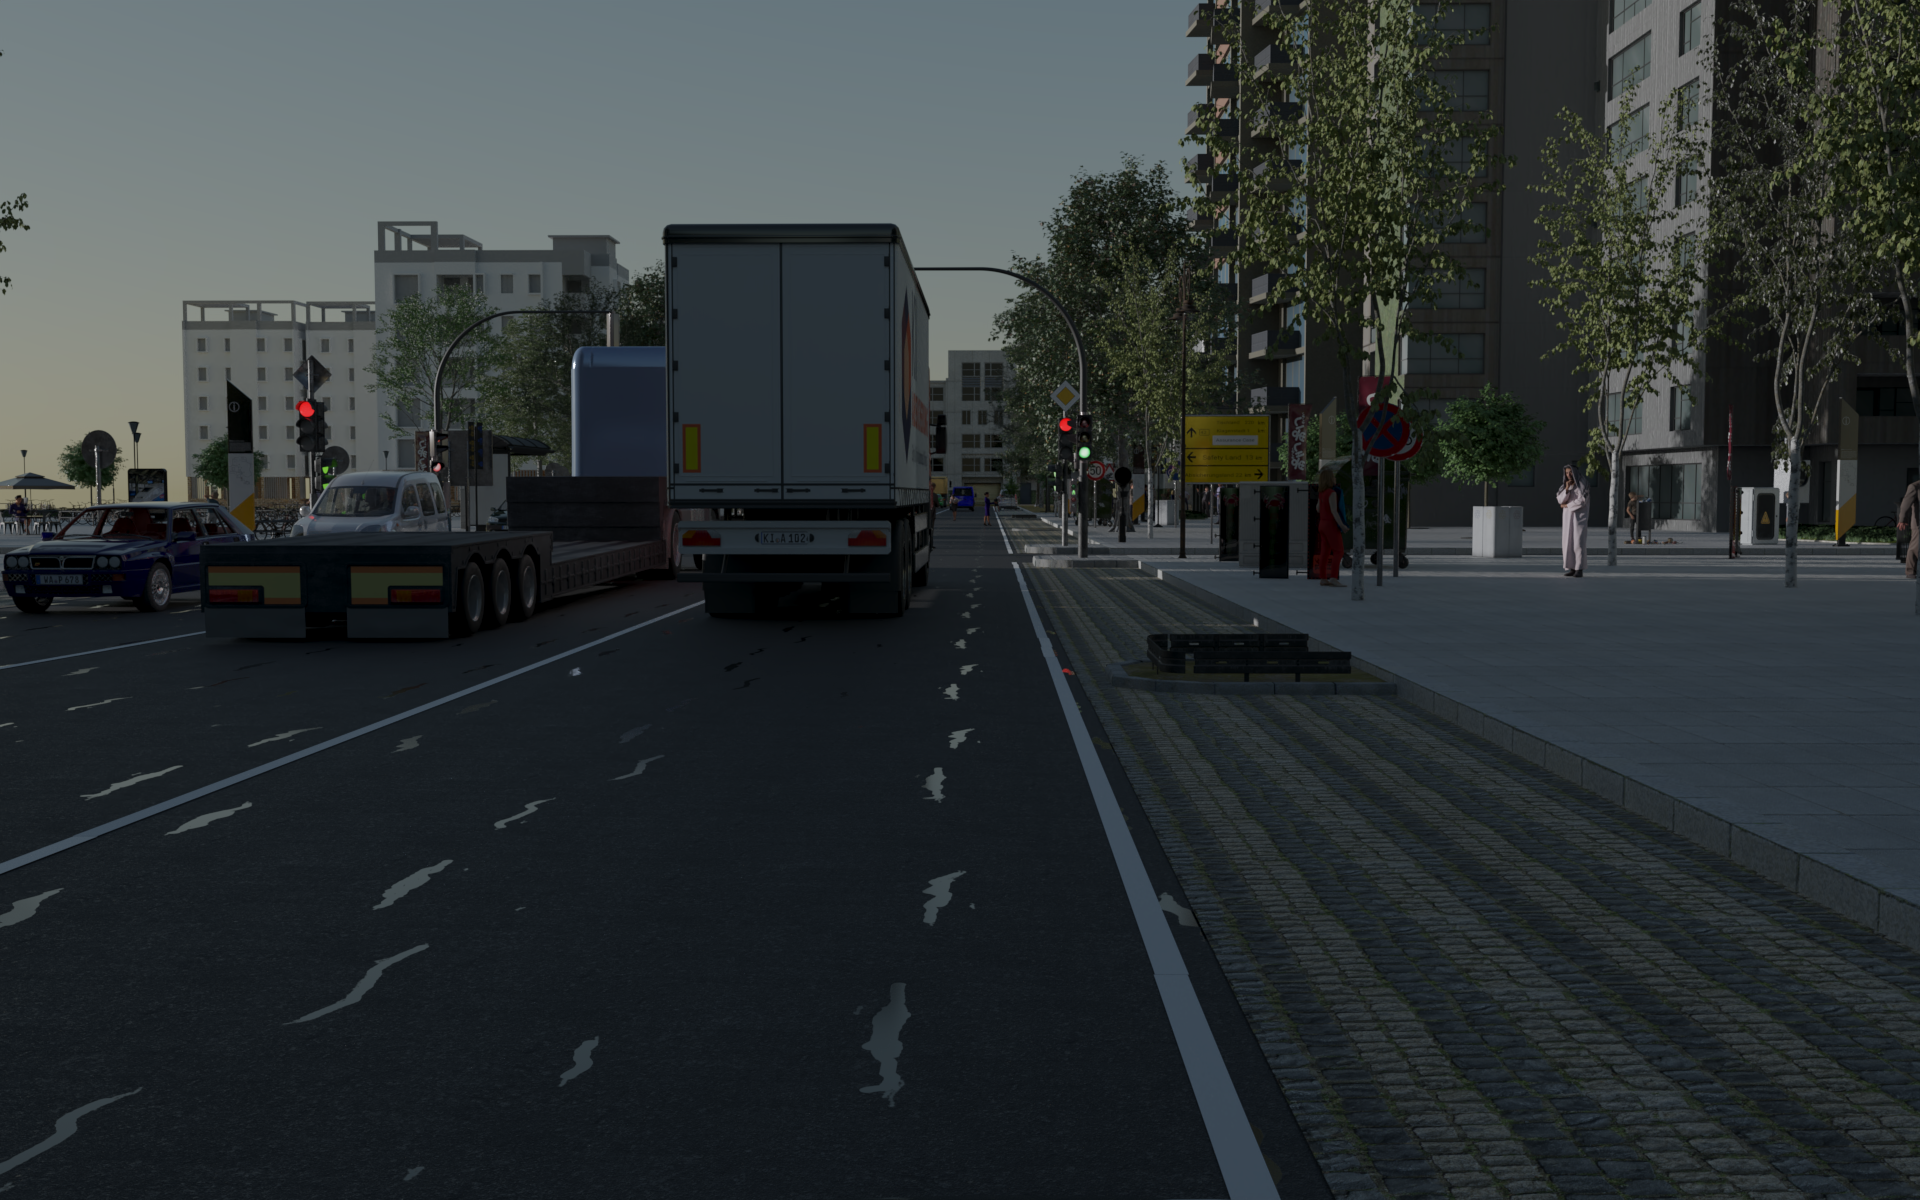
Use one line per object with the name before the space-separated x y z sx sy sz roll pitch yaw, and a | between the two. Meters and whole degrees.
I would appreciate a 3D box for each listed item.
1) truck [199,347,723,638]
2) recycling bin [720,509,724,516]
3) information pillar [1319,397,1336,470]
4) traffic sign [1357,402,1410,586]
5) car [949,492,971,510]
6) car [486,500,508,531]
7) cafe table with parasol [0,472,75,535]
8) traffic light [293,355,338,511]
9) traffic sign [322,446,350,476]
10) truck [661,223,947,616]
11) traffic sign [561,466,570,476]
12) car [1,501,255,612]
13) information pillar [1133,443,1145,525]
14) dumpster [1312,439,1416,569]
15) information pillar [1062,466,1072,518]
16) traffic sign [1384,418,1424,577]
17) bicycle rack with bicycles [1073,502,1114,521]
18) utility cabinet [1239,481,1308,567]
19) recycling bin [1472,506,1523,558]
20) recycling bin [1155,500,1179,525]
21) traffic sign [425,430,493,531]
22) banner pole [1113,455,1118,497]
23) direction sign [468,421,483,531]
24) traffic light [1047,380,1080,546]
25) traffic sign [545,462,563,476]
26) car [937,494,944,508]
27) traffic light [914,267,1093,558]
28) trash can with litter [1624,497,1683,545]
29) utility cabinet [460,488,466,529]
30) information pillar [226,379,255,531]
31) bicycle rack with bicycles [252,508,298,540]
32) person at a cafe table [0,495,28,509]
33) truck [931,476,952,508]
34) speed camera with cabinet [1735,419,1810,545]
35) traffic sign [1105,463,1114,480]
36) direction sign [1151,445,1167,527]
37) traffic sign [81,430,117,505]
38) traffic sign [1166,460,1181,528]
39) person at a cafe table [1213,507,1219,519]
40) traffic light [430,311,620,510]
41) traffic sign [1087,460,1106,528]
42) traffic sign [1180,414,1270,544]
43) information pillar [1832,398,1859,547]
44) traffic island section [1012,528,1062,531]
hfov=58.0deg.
truck | -5.968 -2.206 25.829 2.967 4.110 18.799 0 4 1
recycling bin | -13.929 -5.402 100.872 0.722 1.027 0.722 1 4 12
information pillar | 8.871 -3.085 41.790 0.504 3.616 0.183 -2 4 -33
traffic sign | 5.857 -1.467 24.096 0.768 2.556 0.104 0 4 4
car | 0.123 -8.917 154.470 2.281 1.827 5.304 0 4 2
car | -12.756 -2.539 51.302 2.009 1.686 4.222 0 4 1
cafe table with parasol | -29.257 -3.038 54.540 2.610 1.966 2.610 0 4 3
traffic light | -13.069 -2.820 35.028 0.839 4.253 0.868 0 4 1
traffic sign | -16.491 -2.791 45.732 0.768 2.556 0.104 0 4 2
truck | -1.730 -2.120 23.576 2.839 4.237 11.283 0 4 1
traffic sign | -17.933 -4.757 77.881 0.768 2.556 0.104 0 4 5
car | -10.565 -0.593 22.282 1.945 1.354 3.894 0 4 1
information pillar | 7.425 -4.938 72.097 0.504 3.616 0.183 1 4 9
dumpster | 7.089 -1.714 30.510 1.502 2.255 1.985 0 4 1
information pillar | 5.785 -6.254 93.609 0.504 3.616 0.183 0 4 3
traffic sign | 6.739 -1.627 26.710 0.768 2.556 0.104 1 4 8
bicycle rack with bicycles | 6.554 -4.173 81.608 2.925 0.926 2.852 -2 4 -32
utility cabinet | 5.480 -1.322 30.289 1.173 1.500 0.318 1 4 9
recycling bin | 10.921 -1.384 35.186 0.722 1.027 0.722 -1 4 -21
recycling bin | 8.603 -3.629 71.896 0.722 1.027 0.722 -3 5 -40
traffic sign | -15.978 -3.754 55.257 2.265 3.308 0.079 1 4 9
banner pole | 8.800 -6.616 98.194 0.401 3.779 0.863 2 4 27
direction sign | -15.219 -3.821 54.470 0.379 3.537 0.876 1 4 13
traffic light | 2.582 -3.294 42.773 0.839 4.253 0.868 0 4 1
traffic sign | -16.341 -4.254 69.657 0.768 2.556 0.104 1 4 9
car | -2.570 -10.114 174.162 1.959 1.807 4.718 0 4 -1
traffic light | 0.357 -3.671 34.682 4.771 5.953 1.251 0 4 1
trash can with litter | 17.963 -2.053 44.627 2.233 1.210 1.678 -2 4 -32
utility cabinet | -18.263 -3.375 63.863 0.318 1.500 1.173 -1 4 -14
information pillar | -14.722 -2.696 35.438 0.504 3.616 0.183 0 4 -8
bicycle rack with bicycles | -17.376 -1.877 44.070 2.925 0.926 2.852 -2 4 -24
person at a cafe table | -58.001 -5.831 106.204 1.698 1.238 1.726 1 4 20
truck | -2.672 -11.713 187.432 3.469 3.379 9.791 0 4 0
speed camera with cabinet | 20.736 -3.048 44.164 2.038 3.252 0.660 -2 4 -25
traffic sign | 6.294 -4.461 72.945 0.884 2.594 0.081 1 4 10
direction sign | 7.653 -4.574 66.783 0.876 3.537 0.379 -3 5 -41
traffic sign | -17.088 -2.096 34.376 0.768 2.556 0.104 1 4 9
traffic sign | 8.164 -3.999 65.491 0.768 2.556 0.104 1 4 10
person at a cafe table | 12.025 -4.013 76.465 1.698 1.238 1.726 1 4 14
traffic light | -10.845 -4.180 43.013 4.771 5.953 1.251 0 4 1
traffic sign | 5.125 -4.003 65.549 0.768 2.556 0.104 0 4 6
traffic sign | 6.781 -3.086 44.331 2.265 3.308 0.079 0 4 3
information pillar | 21.615 -3.111 42.226 0.504 3.616 0.183 -1 4 -9
traffic island section | 3.030 -2.733 67.548 1.991 0.108 1.994 0 4 1
